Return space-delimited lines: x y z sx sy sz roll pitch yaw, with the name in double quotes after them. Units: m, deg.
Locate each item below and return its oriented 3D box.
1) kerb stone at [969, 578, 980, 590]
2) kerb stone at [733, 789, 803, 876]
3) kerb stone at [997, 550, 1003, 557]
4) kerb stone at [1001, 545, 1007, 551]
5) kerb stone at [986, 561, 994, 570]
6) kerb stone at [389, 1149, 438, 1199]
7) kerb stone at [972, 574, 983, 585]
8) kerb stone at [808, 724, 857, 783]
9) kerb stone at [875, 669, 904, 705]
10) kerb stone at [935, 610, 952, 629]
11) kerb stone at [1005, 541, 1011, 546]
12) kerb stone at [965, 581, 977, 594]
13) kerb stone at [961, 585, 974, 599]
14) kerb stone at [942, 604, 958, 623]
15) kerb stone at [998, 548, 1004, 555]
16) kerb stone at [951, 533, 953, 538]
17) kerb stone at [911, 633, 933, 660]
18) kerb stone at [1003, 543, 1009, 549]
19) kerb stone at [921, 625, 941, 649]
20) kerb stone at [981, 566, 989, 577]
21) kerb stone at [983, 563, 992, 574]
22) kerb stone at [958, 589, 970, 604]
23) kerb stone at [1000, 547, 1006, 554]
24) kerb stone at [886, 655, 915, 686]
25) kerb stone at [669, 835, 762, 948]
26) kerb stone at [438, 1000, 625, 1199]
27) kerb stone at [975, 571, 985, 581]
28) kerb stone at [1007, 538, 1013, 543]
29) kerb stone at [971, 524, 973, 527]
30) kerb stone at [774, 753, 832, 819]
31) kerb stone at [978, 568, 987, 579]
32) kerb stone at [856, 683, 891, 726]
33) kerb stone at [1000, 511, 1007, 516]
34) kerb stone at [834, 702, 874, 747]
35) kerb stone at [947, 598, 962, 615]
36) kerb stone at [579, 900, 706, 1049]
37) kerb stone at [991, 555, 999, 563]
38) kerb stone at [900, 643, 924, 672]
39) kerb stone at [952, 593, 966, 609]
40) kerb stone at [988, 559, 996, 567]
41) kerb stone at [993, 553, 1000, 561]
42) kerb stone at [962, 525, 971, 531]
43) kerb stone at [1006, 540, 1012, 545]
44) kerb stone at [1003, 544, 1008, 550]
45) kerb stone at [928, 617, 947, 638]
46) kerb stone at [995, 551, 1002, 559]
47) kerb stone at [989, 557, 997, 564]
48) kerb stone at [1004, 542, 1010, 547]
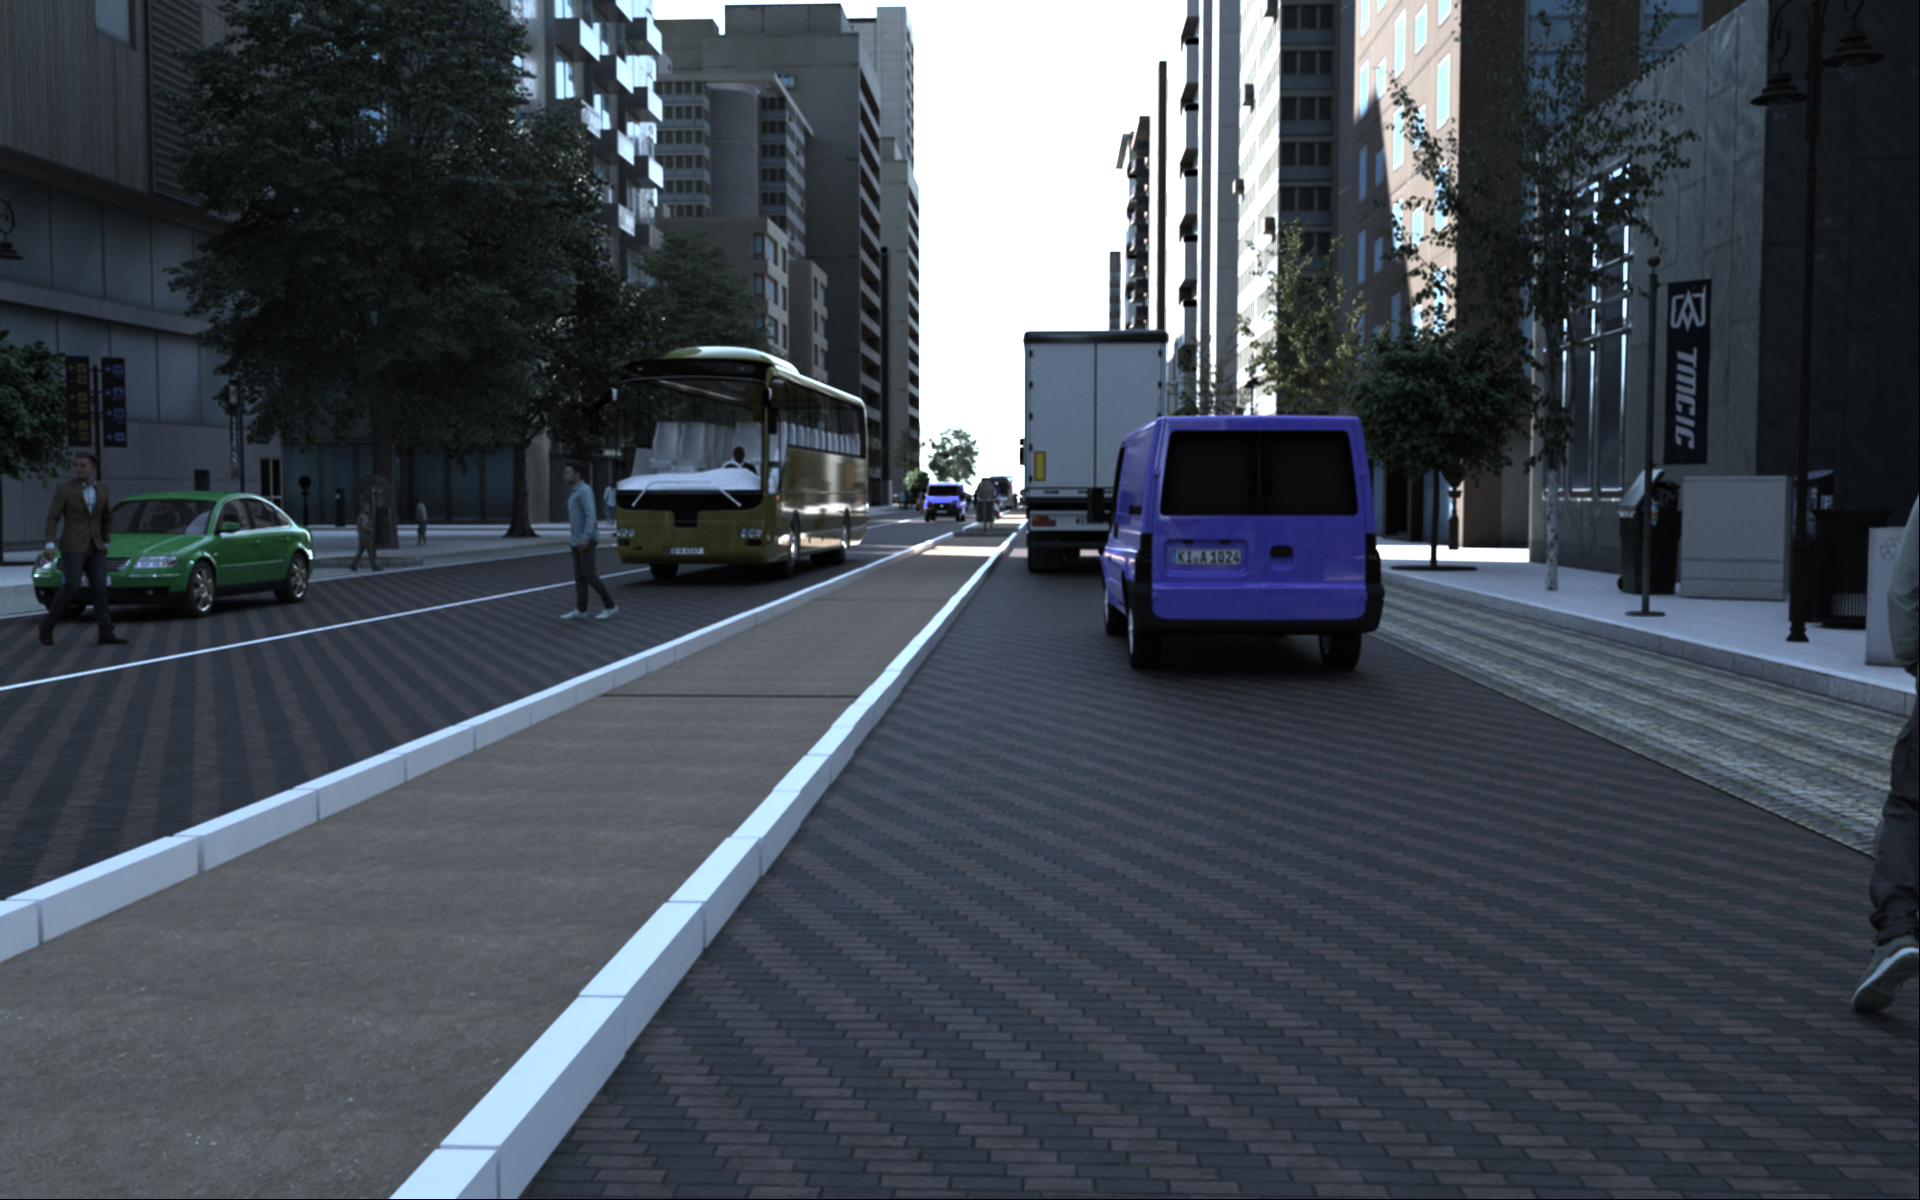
0.177 -0.193 25.410 0.120 0.150 1.000 0 4 3 "kerb stone"
-0.774 0.933 6.990 0.120 0.150 1.000 0 4 3 "kerb stone"
0.811 -0.948 37.696 0.120 0.150 1.000 0 4 3 "kerb stone"
0.972 -1.136 40.763 0.120 0.150 1.000 0 4 3 "kerb stone"
0.501 -0.571 31.556 0.120 0.150 1.000 0 4 3 "kerb stone"
-0.992 1.181 2.893 0.120 0.150 1.000 0 4 3 "kerb stone"
0.232 -0.260 26.439 0.120 0.150 1.000 0 4 3 "kerb stone"
-0.670 0.805 9.040 0.120 0.150 1.000 0 4 3 "kerb stone"
-0.510 0.622 12.103 0.120 0.150 1.000 0 4 3 "kerb stone"
-0.198 0.243 18.242 0.120 0.150 1.000 0 4 3 "kerb stone"
1.182 -1.385 44.853 0.120 0.150 1.000 0 4 3 "kerb stone"
0.120 -0.134 24.389 0.120 0.150 1.000 0 4 3 "kerb stone"
0.068 -0.071 23.364 0.120 0.150 1.000 0 4 3 "kerb stone"
-0.143 0.182 19.264 0.120 0.150 1.000 0 4 3 "kerb stone"
0.864 -1.010 38.718 0.120 0.150 1.000 0 4 3 "kerb stone"
-0.385 -2.008 55.176 0.120 0.150 1.000 0 4 3 "kerb stone"
-0.356 0.429 15.175 0.120 0.150 1.000 0 4 3 "kerb stone"
1.076 -1.258 42.805 0.120 0.150 1.000 0 4 3 "kerb stone"
-0.298 0.367 16.196 0.120 0.150 1.000 0 4 3 "kerb stone"
0.381 -0.445 29.507 0.120 0.150 1.000 0 4 3 "kerb stone"
0.441 -0.510 30.536 0.120 0.150 1.000 0 4 3 "kerb stone"
0.017 -0.004 22.343 0.120 0.150 1.000 0 4 3 "kerb stone"
0.921 -1.073 39.742 0.120 0.150 1.000 0 4 3 "kerb stone"
-0.462 0.555 13.124 0.120 0.150 1.000 0 4 3 "kerb stone"
-0.835 0.993 5.965 0.120 0.150 1.000 0 4 3 "kerb stone"
-0.940 1.118 3.916 0.120 0.150 1.000 0 4 3 "kerb stone"
0.277 -0.318 27.461 0.120 0.150 1.000 0 4 3 "kerb stone"
1.288 -1.511 46.901 0.120 0.150 1.000 0 4 3 "kerb stone"
0.333 -2.864 69.031 0.120 0.150 1.000 0 4 3 "kerb stone"
-0.729 0.871 8.016 0.120 0.150 1.000 0 4 3 "kerb stone"
0.330 -0.385 28.486 0.120 0.150 1.000 0 4 3 "kerb stone"
-0.566 0.680 11.082 0.120 0.150 1.000 0 4 3 "kerb stone"
3.039 -6.056 121.213 0.120 0.150 1.000 0 4 3 "kerb stone"
-0.626 0.742 10.061 0.120 0.150 1.000 0 4 3 "kerb stone"
-0.088 0.116 20.292 0.120 0.150 1.000 0 4 3 "kerb stone"
-0.892 1.056 4.940 0.120 0.150 1.000 0 4 3 "kerb stone"
0.651 -0.761 34.630 0.120 0.150 1.000 0 4 3 "kerb stone"
-0.410 0.494 14.151 0.120 0.150 1.000 0 4 3 "kerb stone"
-0.045 0.053 21.322 0.120 0.150 1.000 0 4 3 "kerb stone"
0.548 -0.628 32.579 0.120 0.150 1.000 0 4 3 "kerb stone"
0.703 -0.823 35.651 0.120 0.150 1.000 0 4 3 "kerb stone"
0.231 -2.736 66.984 0.120 0.150 1.000 0 4 3 "kerb stone"
1.234 -1.446 45.874 0.120 0.150 1.000 0 4 3 "kerb stone"
1.022 -1.198 41.784 0.120 0.150 1.000 0 4 3 "kerb stone"
-0.248 0.310 17.218 0.120 0.150 1.000 0 4 3 "kerb stone"
0.760 -0.886 36.675 0.120 0.150 1.000 0 4 3 "kerb stone"
0.601 -0.698 33.609 0.120 0.150 1.000 0 4 3 "kerb stone"
1.133 -1.323 43.825 0.120 0.150 1.000 0 4 3 "kerb stone"
